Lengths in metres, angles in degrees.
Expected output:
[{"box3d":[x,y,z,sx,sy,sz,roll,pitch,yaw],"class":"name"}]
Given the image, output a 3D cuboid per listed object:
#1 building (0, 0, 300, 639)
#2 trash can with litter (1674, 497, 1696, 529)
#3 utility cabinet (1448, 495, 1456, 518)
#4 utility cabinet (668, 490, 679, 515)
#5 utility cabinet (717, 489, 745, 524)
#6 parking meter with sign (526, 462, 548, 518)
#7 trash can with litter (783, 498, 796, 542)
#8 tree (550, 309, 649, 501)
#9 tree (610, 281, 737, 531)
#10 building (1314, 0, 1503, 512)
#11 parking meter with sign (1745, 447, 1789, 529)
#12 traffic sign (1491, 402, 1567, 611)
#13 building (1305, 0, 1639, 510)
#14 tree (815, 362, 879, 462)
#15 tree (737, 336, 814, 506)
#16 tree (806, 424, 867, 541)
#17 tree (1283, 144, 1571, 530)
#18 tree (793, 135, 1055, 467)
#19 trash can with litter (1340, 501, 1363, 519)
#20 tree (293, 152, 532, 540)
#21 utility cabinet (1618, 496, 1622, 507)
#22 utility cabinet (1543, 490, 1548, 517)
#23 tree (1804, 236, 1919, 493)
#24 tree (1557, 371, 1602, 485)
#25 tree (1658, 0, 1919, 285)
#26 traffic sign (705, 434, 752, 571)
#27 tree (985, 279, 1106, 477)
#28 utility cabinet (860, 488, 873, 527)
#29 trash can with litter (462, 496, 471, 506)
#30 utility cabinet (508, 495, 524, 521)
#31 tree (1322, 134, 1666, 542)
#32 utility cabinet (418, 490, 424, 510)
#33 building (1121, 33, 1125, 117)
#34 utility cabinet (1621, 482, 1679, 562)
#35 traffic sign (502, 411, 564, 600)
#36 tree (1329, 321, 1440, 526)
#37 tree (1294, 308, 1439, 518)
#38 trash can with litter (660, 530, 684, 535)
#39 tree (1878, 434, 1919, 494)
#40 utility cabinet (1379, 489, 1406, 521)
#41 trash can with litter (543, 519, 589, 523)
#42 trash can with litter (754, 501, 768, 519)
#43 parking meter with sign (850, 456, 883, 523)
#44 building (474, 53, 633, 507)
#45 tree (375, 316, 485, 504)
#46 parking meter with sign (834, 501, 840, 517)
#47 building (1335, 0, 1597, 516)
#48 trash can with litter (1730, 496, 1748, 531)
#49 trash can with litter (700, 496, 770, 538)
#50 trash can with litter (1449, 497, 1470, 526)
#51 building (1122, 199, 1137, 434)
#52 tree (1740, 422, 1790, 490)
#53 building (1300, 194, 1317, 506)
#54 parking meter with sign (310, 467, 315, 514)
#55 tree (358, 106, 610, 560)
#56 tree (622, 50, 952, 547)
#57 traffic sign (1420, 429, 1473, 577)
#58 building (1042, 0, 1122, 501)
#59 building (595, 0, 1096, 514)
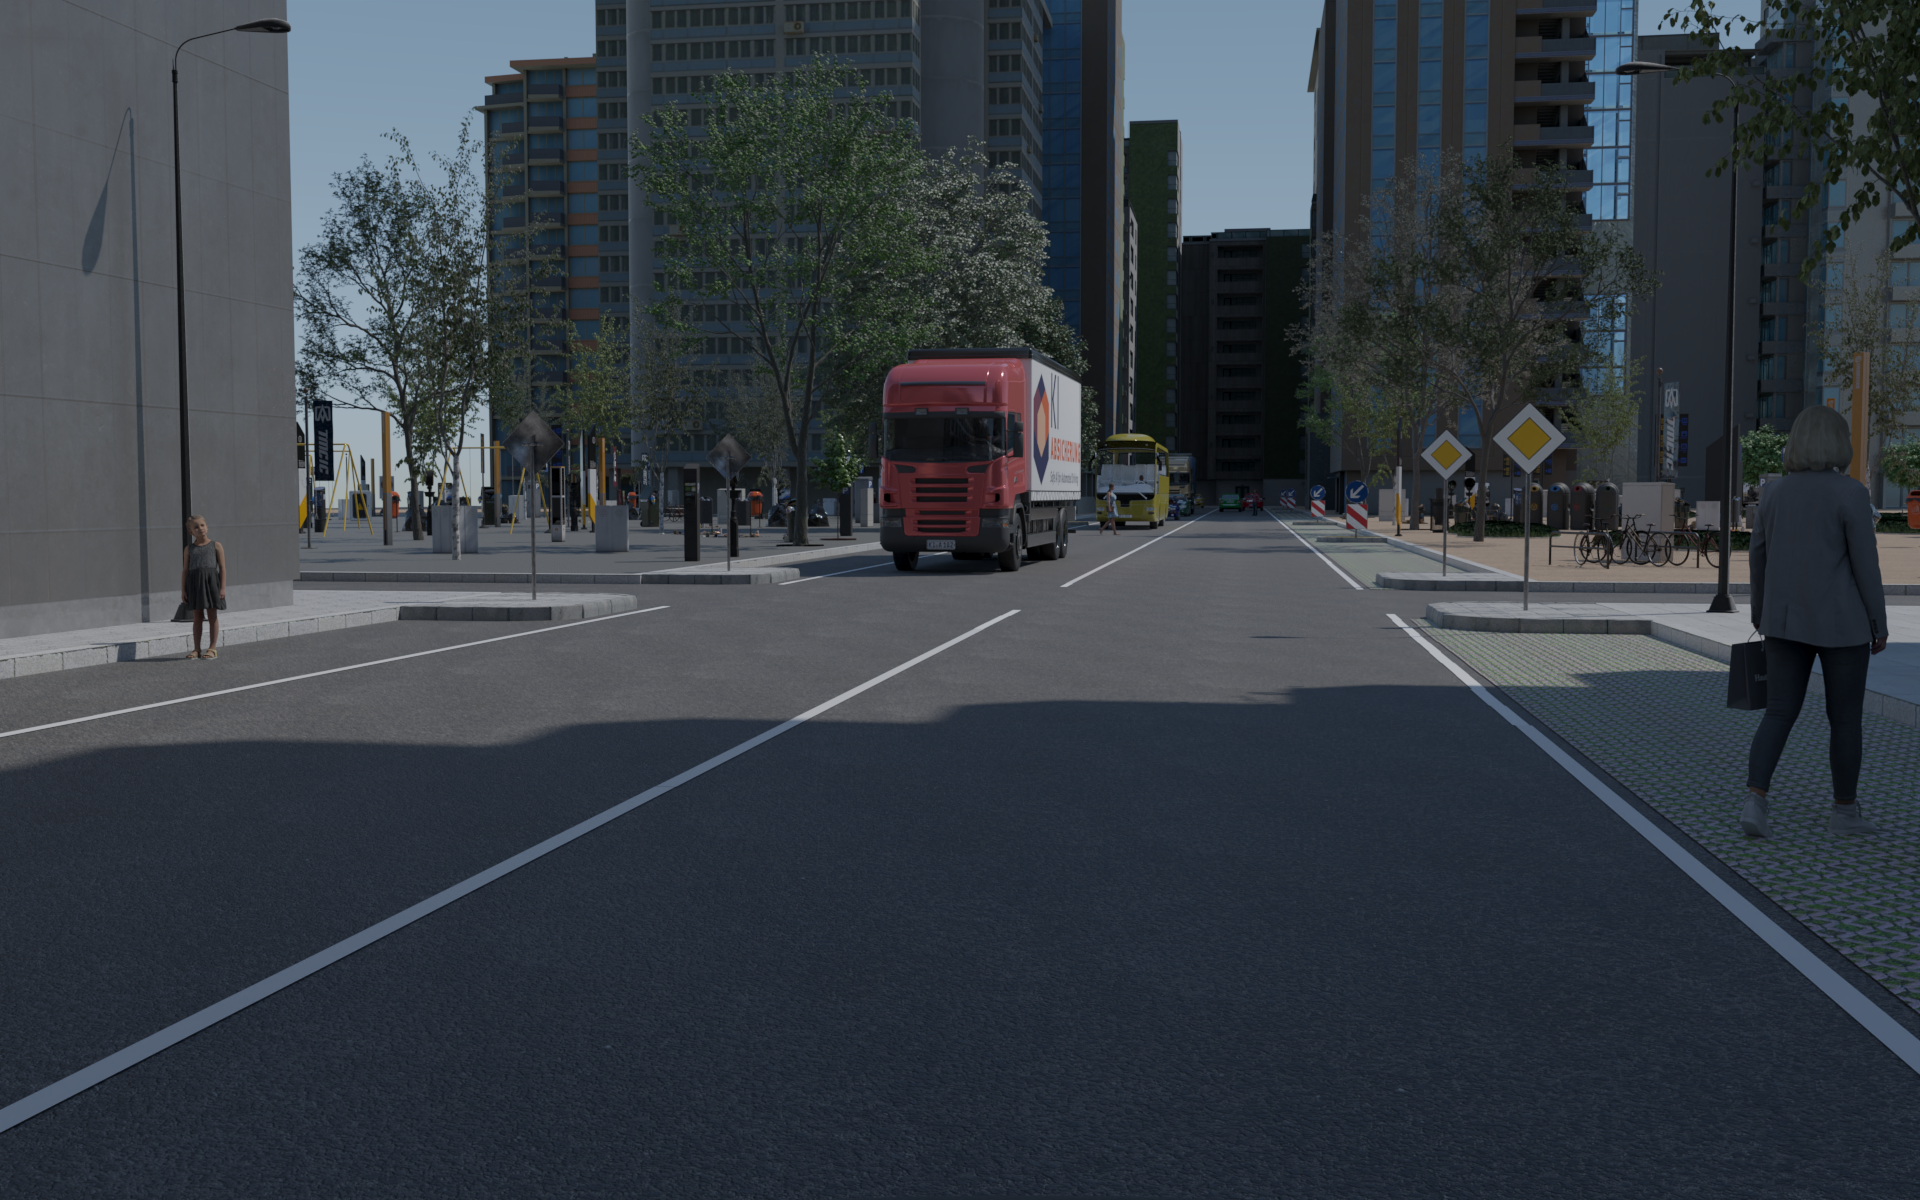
[{"box3d":[-23.258,-12.069,16.400,30.058,24.678,14.314,1,4,9],"class":"building"},{"box3d":[26.835,-3.214,63.928,1.055,1.170,0.624,0,4,-4],"class":"trash can with litter"},{"box3d":[26.112,-4.944,91.988,0.306,1.237,1.020,1,4,8],"class":"utility cabinet"},{"box3d":[-17.308,-5.874,104.717,0.318,1.500,1.173,1,4,10],"class":"utility cabinet"},{"box3d":[-9.656,-3.939,73.081,1.173,1.500,0.318,1,4,21],"class":"utility cabinet"},{"box3d":[-23.091,-5.968,93.842,1.738,3.016,0.543,3,4,36],"class":"parking meter with sign"},{"box3d":[-4.473,-2.118,46.013,0.624,1.170,1.055,-2,4,-24],"class":"trash can with litter"},{"box3d":[-14.634,-7.304,69.786,4.737,8.622,4.395,0,3,0],"class":"tree"},{"box3d":[-10.423,-6.740,60.556,4.360,8.622,3.978,0,3,0],"class":"tree"},{"box3d":[38.772,-30.761,153.059,14.600,45.320,14.200,1,4,9],"class":"building"},{"box3d":[30.007,-4.157,64.227,1.738,3.016,0.543,-1,4,-18],"class":"parking meter with sign"},{"box3d":[6.230,-0.941,19.020,0.795,2.450,0.064,1,4,9],"class":"traffic sign"},{"box3d":[38.101,-49.931,129.048,22.319,86.520,31.000,1,4,9],"class":"building"},{"box3d":[-5.755,-8.589,90.796,4.737,8.622,4.395,0,3,0],"class":"tree"},{"box3d":[-8.674,-7.825,78.298,4.360,8.622,3.978,0,3,0],"class":"tree"},{"box3d":[-3.535,-3.278,48.203,1.663,3.219,1.824,0,3,0],"class":"tree"},{"box3d":[16.258,-9.224,61.185,12.009,13.543,11.850,0,3,0],"class":"tree"},{"box3d":[-1.262,-9.516,62.244,9.857,13.997,8.962,0,3,0],"class":"tree"},{"box3d":[19.778,-4.661,87.600,1.055,1.170,0.624,0,4,-7],"class":"trash can with litter"},{"box3d":[-15.391,-6.941,47.897,7.601,10.594,8.767,0,4,7],"class":"tree"},{"box3d":[28.723,-3.943,75.636,1.020,1.237,0.306,3,4,39],"class":"utility cabinet"},{"box3d":[32.052,-5.191,93.559,1.173,1.500,0.318,2,4,34],"class":"utility cabinet"},{"box3d":[26.242,-6.061,49.463,4.360,8.622,3.978,0,3,0],"class":"tree"},{"box3d":[31.913,-8.270,85.574,4.737,8.622,4.395,0,3,0],"class":"tree"},{"box3d":[7.153,-3.774,12.063,4.737,8.622,4.395,0,3,0],"class":"tree"},{"box3d":[-3.850,-1.539,28.800,0.795,2.450,0.064,1,4,9],"class":"traffic sign"},{"box3d":[3.345,-10.656,91.240,9.611,12.733,9.660,0,3,0],"class":"tree"},{"box3d":[-3.665,-3.622,67.893,0.318,1.500,1.173,0,4,7],"class":"utility cabinet"},{"box3d":[-25.968,-4.805,89.621,2.233,1.210,1.678,-2,4,-34],"class":"trash can with litter"},{"box3d":[-21.400,-4.423,83.484,0.306,1.237,1.020,-3,5,-41],"class":"utility cabinet"},{"box3d":[13.889,-6.826,46.014,8.767,10.594,7.601,1,4,11],"class":"tree"},{"box3d":[-31.754,-5.694,101.770,0.318,1.500,1.173,0,4,-6],"class":"utility cabinet"},{"box3d":[6.528,-28.437,148.538,14.154,41.232,14.086,1,4,9],"class":"building"},{"box3d":[13.055,-1.479,32.857,0.318,1.500,1.173,-1,4,-14],"class":"utility cabinet"},{"box3d":[-5.156,-1.057,20.922,0.795,2.450,0.064,1,4,9],"class":"traffic sign"},{"box3d":[17.507,-7.349,70.521,4.737,8.622,4.395,0,3,0],"class":"tree"},{"box3d":[21.957,-10.264,93.578,9.928,11.665,9.643,0,3,0],"class":"tree"},{"box3d":[-8.424,-2.690,55.035,2.233,1.210,1.678,1,4,17],"class":"trash can with litter"},{"box3d":[51.395,-6.718,93.560,4.285,4.588,4.351,0,3,0],"class":"tree"},{"box3d":[20.027,-4.380,80.284,1.173,1.500,0.318,1,4,10],"class":"utility cabinet"},{"box3d":[-17.823,-4.113,78.298,2.233,1.210,1.678,1,4,15],"class":"trash can with litter"},{"box3d":[-10.092,-4.734,88.785,1.055,1.170,0.624,1,4,12],"class":"trash can with litter"},{"box3d":[-4.251,-4.900,76.373,1.738,3.016,0.543,2,4,24],"class":"parking meter with sign"},{"box3d":[-31.905,-31.800,174.559,28.867,44.769,22.147,1,4,9],"class":"building"},{"box3d":[-20.305,-7.145,67.190,4.737,8.622,4.395,0,3,0],"class":"tree"},{"box3d":[-6.351,-6.298,99.235,1.738,3.016,0.543,-2,4,-24],"class":"parking meter with sign"},{"box3d":[30.667,-27.991,107.757,14.600,45.320,14.200,1,4,9],"class":"building"},{"box3d":[25.964,-2.845,57.575,1.678,1.210,2.233,2,4,35],"class":"trash can with litter"},{"box3d":[-6.847,-2.476,51.532,2.233,1.210,1.678,0,4,3],"class":"trash can with litter"},{"box3d":[17.920,-3.144,62.795,1.055,1.170,0.624,1,4,14],"class":"trash can with litter"},{"box3d":[10.429,-24.519,172.593,14.107,30.474,14.160,1,4,9],"class":"building"},{"box3d":[36.966,-5.860,79.530,4.285,4.588,4.351,0,3,0],"class":"tree"},{"box3d":[40.779,-24.208,167.500,14.160,30.474,14.107,1,4,9],"class":"building"},{"box3d":[-41.646,-6.952,109.930,1.738,3.016,0.543,2,4,32],"class":"parking meter with sign"},{"box3d":[-9.793,-5.106,33.840,4.360,8.622,3.978,0,3,0],"class":"tree"},{"box3d":[-4.003,-7.115,42.079,9.928,11.665,9.643,0,3,0],"class":"tree"},{"box3d":[7.536,-1.422,26.898,0.795,2.450,0.064,1,4,9],"class":"traffic sign"},{"box3d":[5.043,-29.617,134.350,14.600,45.320,14.200,1,4,9],"class":"building"},{"box3d":[-7.349,-26.015,117.233,32.217,40.220,23.993,1,4,9],"class":"building"}]
